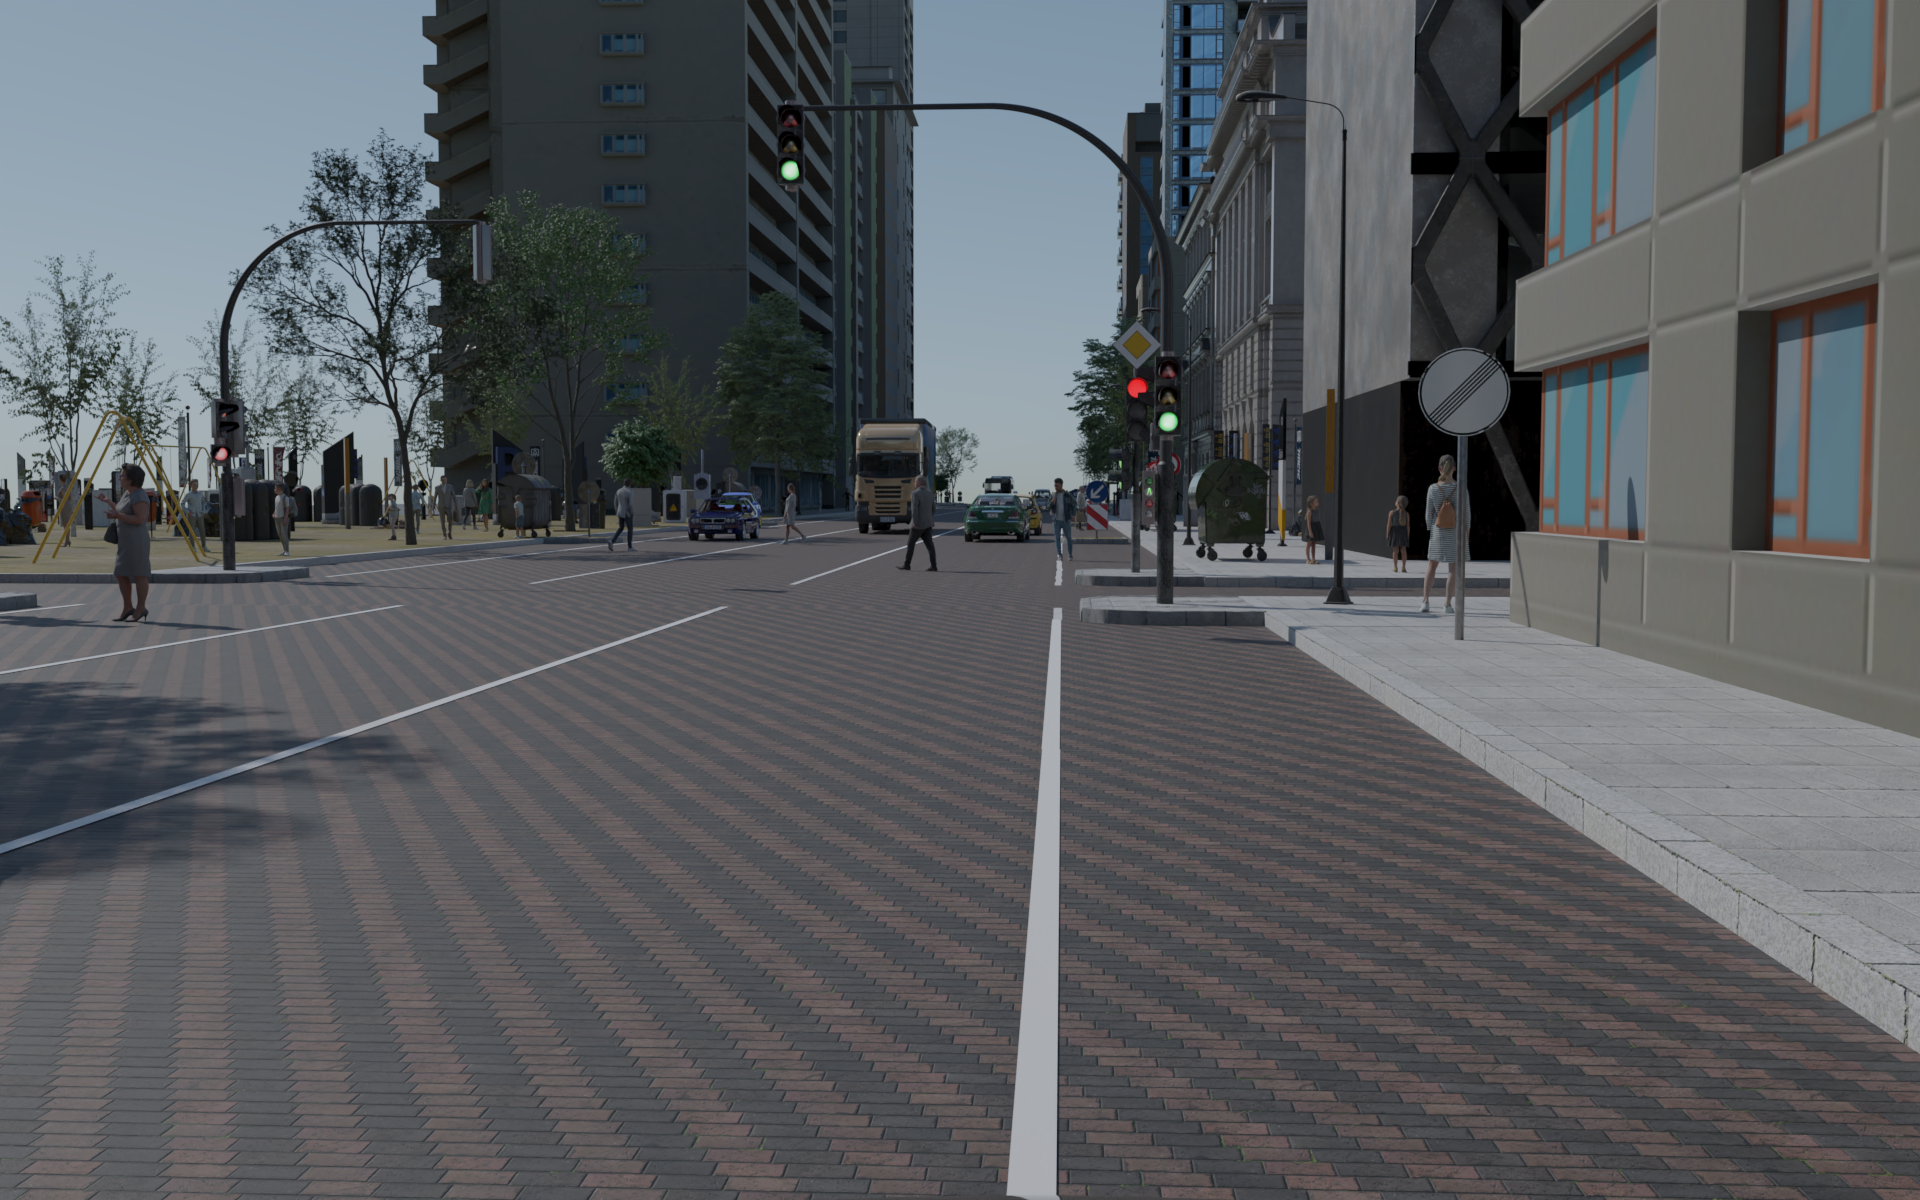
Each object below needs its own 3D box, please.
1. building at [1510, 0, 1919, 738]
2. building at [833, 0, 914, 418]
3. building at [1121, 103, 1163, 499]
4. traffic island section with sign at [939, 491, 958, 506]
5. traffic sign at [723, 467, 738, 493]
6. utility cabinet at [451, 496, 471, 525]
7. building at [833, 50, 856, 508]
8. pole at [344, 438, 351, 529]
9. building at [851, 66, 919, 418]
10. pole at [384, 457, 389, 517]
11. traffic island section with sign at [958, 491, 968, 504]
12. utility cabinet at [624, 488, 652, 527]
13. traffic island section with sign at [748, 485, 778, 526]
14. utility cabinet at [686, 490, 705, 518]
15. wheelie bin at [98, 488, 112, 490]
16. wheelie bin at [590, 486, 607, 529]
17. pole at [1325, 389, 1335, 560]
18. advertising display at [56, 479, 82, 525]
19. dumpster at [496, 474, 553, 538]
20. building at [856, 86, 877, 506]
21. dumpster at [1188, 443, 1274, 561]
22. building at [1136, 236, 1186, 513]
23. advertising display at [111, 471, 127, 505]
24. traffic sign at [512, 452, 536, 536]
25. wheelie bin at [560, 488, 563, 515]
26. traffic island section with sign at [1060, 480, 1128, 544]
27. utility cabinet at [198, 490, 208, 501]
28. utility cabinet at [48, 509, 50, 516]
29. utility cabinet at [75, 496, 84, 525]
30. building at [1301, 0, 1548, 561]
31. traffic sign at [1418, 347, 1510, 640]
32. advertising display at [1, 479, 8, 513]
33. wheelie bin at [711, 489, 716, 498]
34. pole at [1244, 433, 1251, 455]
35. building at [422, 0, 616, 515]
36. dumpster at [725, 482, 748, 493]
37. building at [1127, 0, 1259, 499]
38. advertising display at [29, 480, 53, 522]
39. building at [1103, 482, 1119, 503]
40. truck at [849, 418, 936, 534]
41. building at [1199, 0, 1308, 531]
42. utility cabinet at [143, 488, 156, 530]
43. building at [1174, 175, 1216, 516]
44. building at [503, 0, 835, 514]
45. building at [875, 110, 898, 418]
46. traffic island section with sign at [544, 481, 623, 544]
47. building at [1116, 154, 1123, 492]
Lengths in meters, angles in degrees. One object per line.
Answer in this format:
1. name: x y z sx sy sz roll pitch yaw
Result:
1. building: 18.477 -9.573 1.556 27.650 21.520 28.899 0 4 3
2. building: -14.827 -49.176 242.276 20.563 71.187 20.611 0 4 3
3. building: 25.768 -33.571 198.993 14.600 45.320 14.200 0 4 3
4. traffic island section with sign: -1.558 -12.387 211.155 1.989 1.847 2.006 0 4 3
5. traffic sign: -10.948 -5.039 82.498 0.768 2.556 0.104 1 4 11
6. utility cabinet: -20.575 -3.690 71.492 0.306 1.237 1.020 1 4 16
7. building: -17.483 -28.850 155.286 14.154 41.232 14.086 0 4 3
8. pole: -22.322 -4.235 63.086 0.158 3.312 0.155 0 3 0
9. building: -20.458 -38.525 219.121 28.713 52.752 27.495 0 4 3
10. pole: -31.925 -6.271 96.368 0.158 3.312 0.155 0 3 0
11. traffic island section with sign: 0.047 -14.052 238.379 1.989 1.847 2.006 0 4 3
12. utility cabinet: -12.426 -3.529 66.370 1.173 1.500 0.318 -3 4 -37
13. traffic island section with sign: -9.380 -4.301 78.955 1.989 1.847 2.006 0 4 3
14. utility cabinet: -14.289 -5.268 94.818 1.173 1.500 0.318 2 4 24
15. wheelie bin: -45.214 -5.126 91.711 0.980 1.594 0.693 -1 4 -15
16. wheelie bin: -13.423 -3.440 64.153 0.693 1.594 0.980 -1 4 -15
17. pole: 7.200 -2.438 33.703 0.158 3.312 0.155 0 3 0
18. advertising display: -37.511 -4.141 72.921 0.974 1.923 0.123 -1 4 -12
19. dumpster: -12.937 -2.791 51.387 1.264 1.857 1.865 0 4 3
20. building: -15.850 -29.744 169.907 14.154 41.232 14.086 0 4 3
21. dumpster: 5.277 -1.915 33.796 1.502 2.255 1.985 0 4 3
22. building: 27.698 -17.429 129.996 27.650 21.520 28.899 0 4 3
23. advertising display: -23.369 -2.646 48.475 0.123 1.923 0.974 1 4 10
24. traffic sign: -13.270 -3.216 52.689 0.768 2.556 0.104 1 4 10
25. wheelie bin: -21.477 -5.232 93.444 0.693 1.594 0.980 -1 4 -21
26. traffic island section with sign: 3.865 -2.553 50.363 1.989 1.847 2.006 0 4 3
27. utility cabinet: -43.931 -5.621 100.581 1.173 1.500 0.318 2 4 32
28. utility cabinet: -52.883 -5.611 100.422 0.318 1.500 1.173 -2 4 -30
29. utility cabinet: -36.290 -3.683 71.376 0.306 1.237 1.020 -1 4 -23
30. building: 17.106 -10.405 37.573 16.811 18.784 16.820 0 4 3
31. traffic sign: 4.393 -0.921 15.159 0.768 2.556 0.104 1 4 12
32. advertising display: -39.888 -4.104 72.318 0.123 1.923 0.974 -3 4 -36
33. wheelie bin: -14.528 -5.835 103.318 0.693 1.594 0.980 2 4 32
34. pole: 9.624 -3.926 58.026 0.158 3.312 0.155 0 3 0
35. building: -23.002 -30.107 115.950 21.300 48.544 21.600 0 4 3
36. dumpster: -11.067 -4.782 83.942 1.264 1.857 1.865 0 4 3
37. building: 27.273 -51.701 157.983 22.319 86.520 31.000 0 4 3
38. advertising display: -42.567 -4.588 80.225 0.974 1.923 0.123 -2 4 -31
39. building: 36.915 -34.033 248.323 32.217 40.220 23.993 0 4 3
40. truck: -2.396 -4.730 66.247 2.839 4.237 11.283 0 4 2
41. building: 17.376 -14.019 71.015 13.314 21.916 24.055 0 4 3
42. utility cabinet: -28.742 -3.201 61.008 1.173 1.500 0.318 3 5 43
43. building: 17.372 -13.979 93.189 10.561 19.102 19.286 0 4 3
44. building: -21.975 -31.424 137.487 21.300 48.544 21.600 0 4 3
45. building: -14.695 -33.520 198.163 14.600 45.320 14.200 0 4 3
46. traffic island section with sign: -11.039 -2.596 51.071 1.989 1.847 2.006 0 4 3
47. building: 31.335 -36.775 220.877 23.786 49.044 30.456 0 4 3
